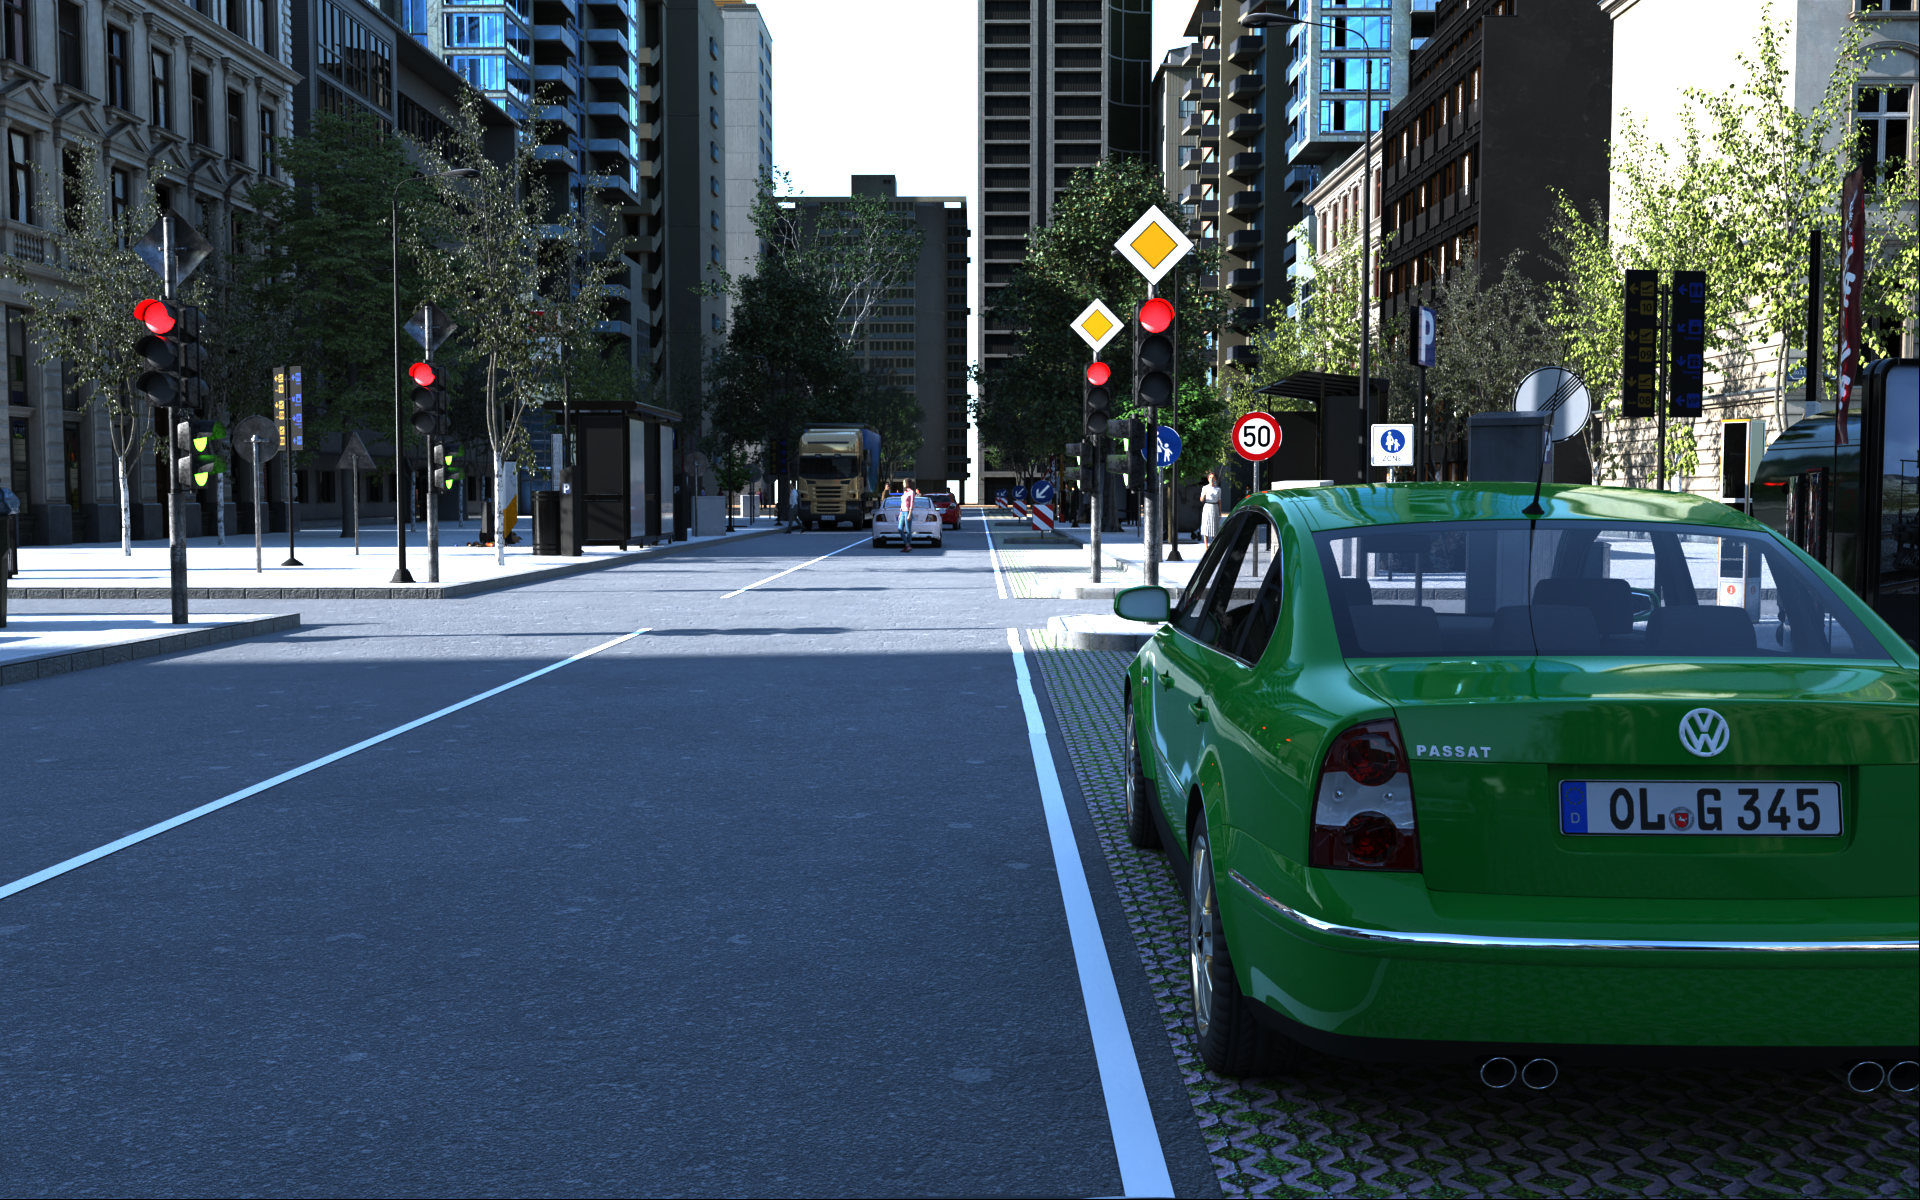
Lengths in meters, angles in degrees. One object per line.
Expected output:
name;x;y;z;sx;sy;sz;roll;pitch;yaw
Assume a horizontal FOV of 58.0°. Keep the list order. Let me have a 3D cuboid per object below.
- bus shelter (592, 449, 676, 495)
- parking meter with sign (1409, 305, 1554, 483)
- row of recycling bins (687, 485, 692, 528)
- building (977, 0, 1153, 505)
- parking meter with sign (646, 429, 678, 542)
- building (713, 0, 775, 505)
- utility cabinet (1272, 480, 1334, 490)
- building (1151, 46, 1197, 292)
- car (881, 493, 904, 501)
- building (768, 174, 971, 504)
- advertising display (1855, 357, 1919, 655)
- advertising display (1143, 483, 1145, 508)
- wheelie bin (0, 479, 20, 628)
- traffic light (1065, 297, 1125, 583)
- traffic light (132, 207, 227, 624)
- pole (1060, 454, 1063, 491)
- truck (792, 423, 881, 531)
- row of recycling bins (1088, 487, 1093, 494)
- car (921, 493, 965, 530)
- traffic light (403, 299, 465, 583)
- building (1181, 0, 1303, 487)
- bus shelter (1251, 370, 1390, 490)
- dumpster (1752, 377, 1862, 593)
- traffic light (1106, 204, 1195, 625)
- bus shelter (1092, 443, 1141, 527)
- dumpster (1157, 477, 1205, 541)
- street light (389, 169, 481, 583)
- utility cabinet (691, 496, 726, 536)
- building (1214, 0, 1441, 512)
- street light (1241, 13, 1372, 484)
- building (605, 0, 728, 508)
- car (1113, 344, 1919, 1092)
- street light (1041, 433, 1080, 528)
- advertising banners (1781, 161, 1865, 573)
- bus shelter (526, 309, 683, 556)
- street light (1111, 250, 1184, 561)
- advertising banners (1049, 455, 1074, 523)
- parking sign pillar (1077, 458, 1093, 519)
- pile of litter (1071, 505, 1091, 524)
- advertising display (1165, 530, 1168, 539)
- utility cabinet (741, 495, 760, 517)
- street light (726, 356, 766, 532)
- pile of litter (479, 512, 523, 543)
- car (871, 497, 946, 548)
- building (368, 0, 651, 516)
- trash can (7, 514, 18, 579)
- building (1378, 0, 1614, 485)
bus shelter;-10.728;-3.836;56.634;2.014;3.302;5.546;0;4;1
parking meter with sign;5.029;-1.197;15.830;1.738;3.016;0.543;2;4;31
row of recycling bins;-10.710;-3.586;65.748;1.069;1.692;3.534;0;4;-4
building;12.396;-46.999;206.685;20.611;71.187;20.563;0;4;1
parking meter with sign;-8.419;-3.050;46.130;1.738;3.016;0.543;-2;4;-32
building;-36.808;-40.739;208.085;28.212;58.520;21.231;0;4;1
utility cabinet;5.557;-1.195;28.214;0.318;1.500;1.173;-2;4;-30
building;36.492;-38.041;211.208;27.495;52.752;28.713;0;4;1
car;-4.104;-6.245;111.696;1.945;1.707;3.694;0;3;0
building;-10.655;-31.891;213.306;23.993;40.220;32.217;0;4;1
advertising display;4.782;-0.194;8.384;0.974;1.923;0.123;-1;4;-16
advertising display;9.662;-5.115;88.840;0.123;1.923;0.974;-2;4;-23
wheelie bin;-9.474;-0.528;16.549;0.693;1.594;0.980;3;5;39
traffic light;1.944;-2.202;24.920;0.839;4.253;0.868;0;4;1
traffic light;-7.700;-1.719;17.019;0.839;4.253;0.868;0;4;1
pole;5.169;-5.772;88.217;0.158;3.312;0.155;0;3;0
truck;-4.874;-5.012;70.862;2.839;4.237;11.283;0;4;2
row of recycling bins;7.348;-4.811;85.775;3.534;1.692;1.069;3;5;43
car;-0.895;-3.725;69.946;2.155;1.783;4.494;0;4;2
traffic light;-7.617;-2.207;25.004;0.839;4.253;0.868;0;4;1
building;30.489;-30.115;147.011;22.147;44.769;28.867;0;4;1
bus shelter;7.401;-2.737;36.039;1.731;3.624;6.357;0;4;0
dumpster;7.405;-0.681;13.629;1.502;2.255;1.985;0;4;1
traffic light;1.861;-1.713;16.935;0.839;4.253;0.868;0;4;1
bus shelter;6.380;-4.686;70.536;2.014;3.302;5.546;0;4;1
dumpster;6.072;-2.574;47.843;1.264;1.857;1.865;0;4;1
street light;-7.534;-3.202;24.894;1.470;5.913;1.316;0;4;1
utility cabinet;-7.722;-2.571;53.191;1.020;1.237;0.306;-1;4;-18
building;30.376;-49.107;115.576;22.319;86.520;31.000;0;4;1
street light;3.413;-2.713;16.906;1.470;5.913;1.316;0;4;1
building;-32.424;-32.237;150.780;21.600;48.544;21.300;0;4;1
car;1.516;0.195;5.612;1.959;1.807;4.718;0;4;2
street light;3.876;-5.729;66.209;1.470;5.913;1.316;0;4;1
advertising banners;5.046;-0.856;10.184;0.090;3.025;2.074;1;4;17
bus shelter;-8.275;-3.830;40.245;2.179;5.291;8.768;0;4;1
street light;3.574;-3.699;33.026;1.470;5.913;1.316;0;4;1
advertising banners;4.603;-4.974;77.515;0.090;3.025;2.074;-2;4;-32
parking sign pillar;6.676;-6.263;90.879;1.447;3.967;1.447;-1;4;-11
pile of litter;5.430;-3.768;75.579;1.176;0.858;1.719;1;4;12
advertising display;5.976;-2.714;49.584;0.123;1.923;0.974;1;4;15
utility cabinet;-11.607;-5.180;95.854;1.020;1.237;0.306;-2;4;-27
street light;-7.233;-5.252;58.411;1.470;5.913;1.316;0;4;1
pile of litter;-12.161;-1.959;45.998;1.176;0.858;1.719;1;4;14
car;-1.426;-2.159;47.669;2.083;1.381;4.827;0;4;0
building;-32.859;-49.024;114.218;22.319;86.520;31.000;0;4;1
trash can;-14.595;-0.888;26.172;0.748;1.137;0.748;0;3;0
building;25.175;-14.749;70.823;12.332;23.373;15.834;0;4;1
